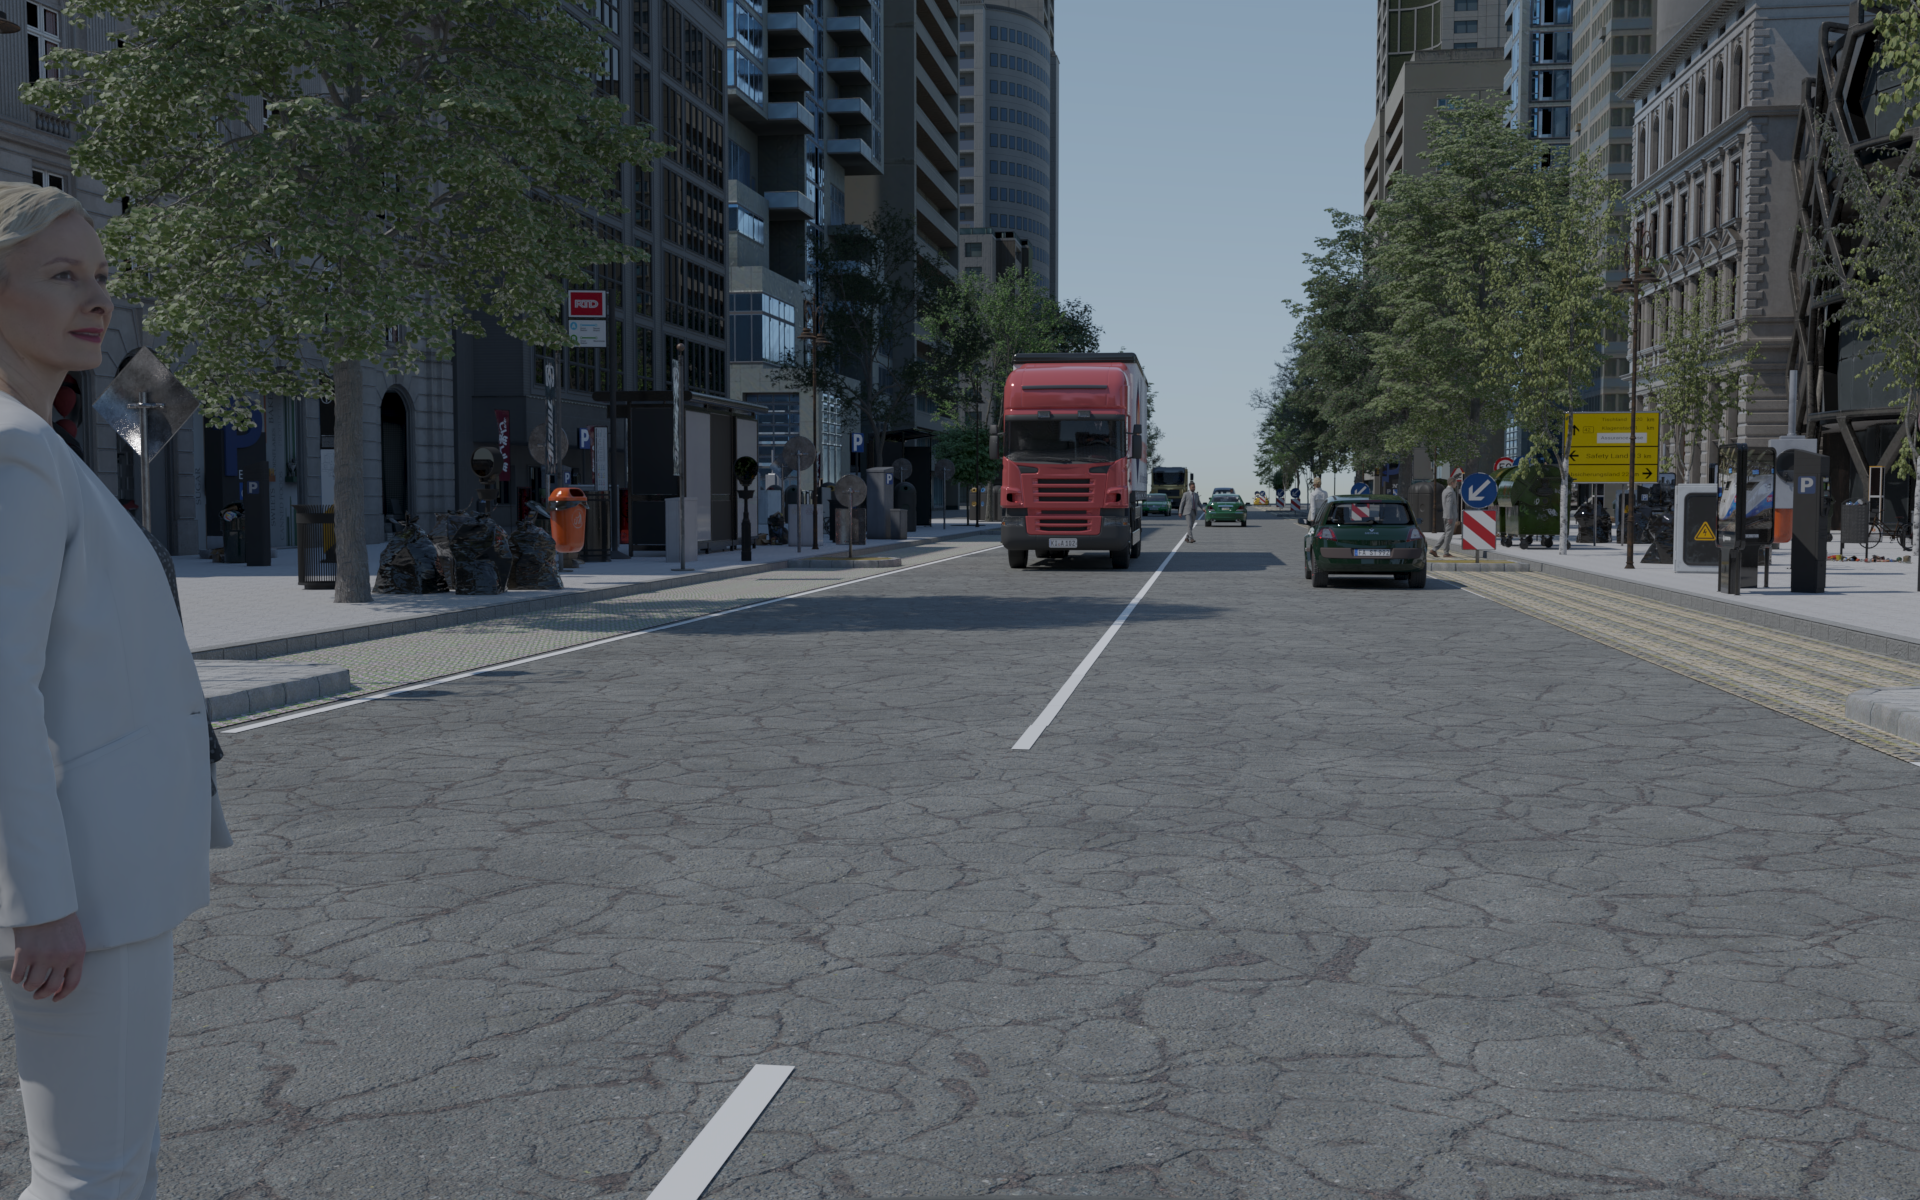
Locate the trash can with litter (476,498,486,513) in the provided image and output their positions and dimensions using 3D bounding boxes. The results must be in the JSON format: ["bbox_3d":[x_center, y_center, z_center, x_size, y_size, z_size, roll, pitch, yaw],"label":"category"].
[{"bbox_3d":[-11.245,-1.879,41.775,1.678,1.210,2.233,1,4,9],"label":"trash can with litter"}]

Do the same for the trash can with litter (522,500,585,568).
[{"bbox_3d":[-7.066,-1.148,30.159,1.055,1.170,0.624,0,4,8],"label":"trash can with litter"}]

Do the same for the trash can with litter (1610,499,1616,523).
[{"bbox_3d":[28.770,-3.941,75.821,1.055,1.170,0.624,-2,4,-34],"label":"trash can with litter"}]

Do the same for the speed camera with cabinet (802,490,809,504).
[{"bbox_3d":[-7.687,-5.096,77.654,2.038,3.252,0.660,2,4,23],"label":"speed camera with cabinet"}]

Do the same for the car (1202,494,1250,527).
[{"bbox_3d":[11.826,-3.984,76.939,2.131,1.459,4.920,1,4,9],"label":"car"}]

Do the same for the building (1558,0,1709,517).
[{"bbox_3d":[49.581,-25.042,101.317,32.217,40.220,23.993,1,4,8],"label":"building"}]

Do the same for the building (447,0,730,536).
[{"bbox_3d":[-17.974,-16.375,61.234,14.314,27.812,24.014,1,4,8],"label":"building"}]

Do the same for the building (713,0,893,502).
[{"bbox_3d":[-15.976,-48.344,103.088,22.319,86.520,31.000,1,4,8],"label":"building"}]

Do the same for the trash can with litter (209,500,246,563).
[{"bbox_3d":[-13.638,-1.275,32.238,1.055,1.170,0.624,3,4,37],"label":"trash can with litter"}]

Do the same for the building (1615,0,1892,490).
[{"bbox_3d":[34.884,-14.839,71.490,11.050,23.489,19.941,1,4,8],"label":"building"}]

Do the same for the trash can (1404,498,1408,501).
[{"bbox_3d":[16.611,-3.207,64.087,0.748,1.137,0.748,0,3,0],"label":"trash can"}]

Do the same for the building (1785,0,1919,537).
[{"bbox_3d":[34.987,-11.353,53.073,16.820,18.784,16.811,1,4,8],"label":"building"}]

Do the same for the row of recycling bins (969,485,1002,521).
[{"bbox_3d":[1.581,-4.678,83.591,1.069,1.692,3.534,-2,4,-30],"label":"row of recycling bins"}]

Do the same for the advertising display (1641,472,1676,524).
[{"bbox_3d":[20.860,-2.847,51.770,0.974,1.923,0.123,1,4,15],"label":"advertising display"}]

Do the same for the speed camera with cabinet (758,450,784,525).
[{"bbox_3d":[-8.373,-4.800,72.812,0.660,3.252,2.038,2,4,33],"label":"speed camera with cabinet"}]

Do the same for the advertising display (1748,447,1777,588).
[{"bbox_3d":[10.715,-1.123,23.575,0.974,1.923,0.123,-2,4,-27],"label":"advertising display"}]

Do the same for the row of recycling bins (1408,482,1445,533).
[{"bbox_3d":[15.920,-3.190,59.275,1.069,1.692,3.534,0,4,7],"label":"row of recycling bins"}]

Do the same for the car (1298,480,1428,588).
[{"bbox_3d":[6.463,-1.103,27.819,2.009,1.686,4.222,1,4,9],"label":"car"}]

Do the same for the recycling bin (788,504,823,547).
[{"bbox_3d":[-3.797,-1.839,42.619,0.722,1.027,0.722,1,4,10],"label":"recycling bin"}]

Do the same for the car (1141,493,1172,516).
[{"bbox_3d":[12.749,-6.340,112.455,1.959,1.807,4.718,1,4,10],"label":"car"}]

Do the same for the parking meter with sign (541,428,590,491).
[{"bbox_3d":[-10.731,-3.045,46.046,1.738,3.016,0.543,1,4,17],"label":"parking meter with sign"}]

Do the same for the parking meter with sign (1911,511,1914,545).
[{"bbox_3d":[24.410,-2.890,43.519,0.543,3.016,1.738,3,5,44],"label":"parking meter with sign"}]

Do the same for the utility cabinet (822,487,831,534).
[{"bbox_3d":[-4.295,-2.887,55.880,0.318,1.500,1.173,0,4,-4],"label":"utility cabinet"}]

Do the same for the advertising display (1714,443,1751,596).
[{"bbox_3d":[9.911,-1.043,22.271,0.123,1.923,0.974,1,4,10],"label":"advertising display"}]

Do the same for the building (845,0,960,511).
[{"bbox_3d":[-12.109,-30.979,130.213,21.300,48.544,21.600,1,4,8],"label":"building"}]

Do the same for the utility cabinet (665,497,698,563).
[{"bbox_3d":[-5.294,-1.330,32.899,0.306,1.237,1.020,1,4,11],"label":"utility cabinet"}]

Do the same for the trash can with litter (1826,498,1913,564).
[{"bbox_3d":[17.177,-1.320,32.639,1.678,1.210,2.233,-2,4,-32],"label":"trash can with litter"}]

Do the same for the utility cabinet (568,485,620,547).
[{"bbox_3d":[-8.743,-2.000,41.376,1.173,1.500,0.318,-1,4,-10],"label":"utility cabinet"}]

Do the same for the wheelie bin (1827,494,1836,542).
[{"bbox_3d":[22.986,-2.357,46.453,0.693,1.594,0.980,0,4,-7],"label":"wheelie bin"}]

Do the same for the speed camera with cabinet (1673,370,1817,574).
[{"bbox_3d":[12.608,-2.049,27.843,2.038,3.252,0.660,1,4,22],"label":"speed camera with cabinet"}]

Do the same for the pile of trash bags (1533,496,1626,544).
[{"bbox_3d":[16.718,-2.207,45.839,1.912,1.369,3.447,-3,5,-45],"label":"pile of trash bags"}]

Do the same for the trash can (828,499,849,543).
[{"bbox_3d":[-3.143,-2.082,45.702,0.748,1.137,0.748,0,3,0],"label":"trash can"}]

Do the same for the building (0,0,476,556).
[{"bbox_3d":[-21.749,-11.983,37.720,13.314,21.916,24.055,1,4,8],"label":"building"}]

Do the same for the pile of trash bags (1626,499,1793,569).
[{"bbox_3d":[13.742,-1.292,30.875,1.912,1.369,3.447,-1,4,-9],"label":"pile of trash bags"}]

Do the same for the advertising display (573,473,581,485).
[{"bbox_3d":[-11.684,-2.915,52.882,0.123,1.923,0.974,0,4,-6],"label":"advertising display"}]

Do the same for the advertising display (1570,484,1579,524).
[{"bbox_3d":[25.753,-4.182,73.593,0.974,1.923,0.123,1,4,23],"label":"advertising display"}]

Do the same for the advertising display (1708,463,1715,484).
[{"bbox_3d":[15.881,-1.909,36.424,0.123,1.923,0.974,2,4,34],"label":"advertising display"}]

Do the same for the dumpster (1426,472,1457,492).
[{"bbox_3d":[21.387,-4.581,77.391,1.502,2.255,1.985,1,4,8],"label":"dumpster"}]

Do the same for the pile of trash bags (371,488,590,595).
[{"bbox_3d":[-6.212,-0.844,23.546,1.912,1.369,3.447,2,4,24],"label":"pile of trash bags"}]

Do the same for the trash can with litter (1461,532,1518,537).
[{"bbox_3d":[15.902,-2.496,51.867,2.233,1.210,1.678,-1,4,-14],"label":"trash can with litter"}]

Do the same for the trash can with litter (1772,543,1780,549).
[{"bbox_3d":[18.762,-1.772,40.353,0.624,1.170,1.055,1,4,13],"label":"trash can with litter"}]

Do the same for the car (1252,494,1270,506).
[{"bbox_3d":[34.735,-11.600,199.879,2.015,1.641,3.980,1,4,8],"label":"car"}]

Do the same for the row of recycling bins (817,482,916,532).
[{"bbox_3d":[-3.194,-3.185,59.193,3.534,1.692,1.069,1,4,14],"label":"row of recycling bins"}]

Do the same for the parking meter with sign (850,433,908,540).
[{"bbox_3d":[-2.269,-3.225,48.993,1.738,3.016,0.543,2,4,35],"label":"parking meter with sign"}]

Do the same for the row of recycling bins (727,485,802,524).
[{"bbox_3d":[-8.557,-4.202,75.819,3.534,1.692,1.069,1,4,15],"label":"row of recycling bins"}]

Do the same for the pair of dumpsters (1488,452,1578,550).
[{"bbox_3d":[13.687,-2.402,41.760,1.574,2.255,4.437,1,4,8],"label":"pair of dumpsters"}]

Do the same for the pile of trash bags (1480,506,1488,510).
[{"bbox_3d":[22.048,-3.741,70.915,1.912,1.369,3.447,2,4,33],"label":"pile of trash bags"}]

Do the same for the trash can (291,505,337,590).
[{"bbox_3d":[-8.628,-0.718,23.392,0.748,1.137,0.748,0,3,0],"label":"trash can"}]
